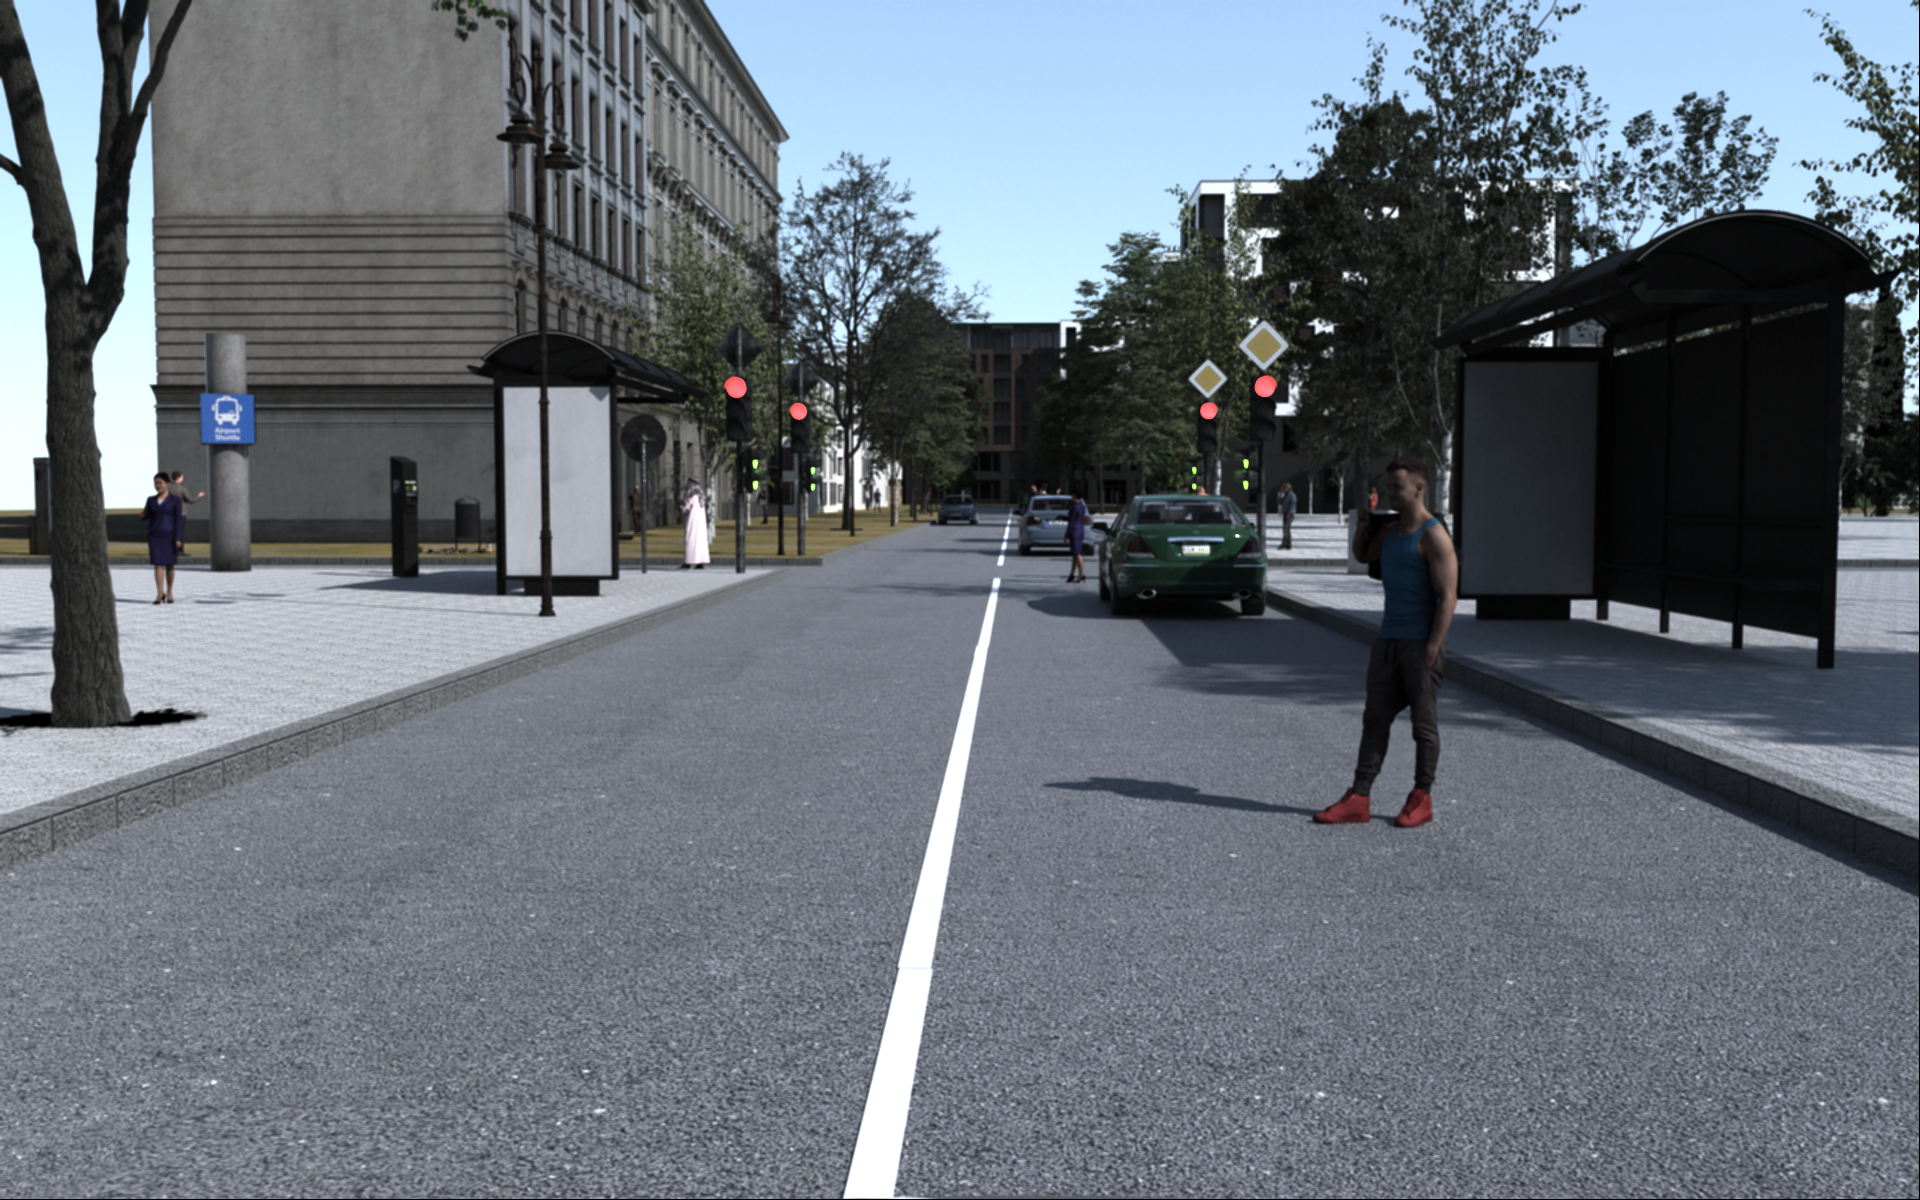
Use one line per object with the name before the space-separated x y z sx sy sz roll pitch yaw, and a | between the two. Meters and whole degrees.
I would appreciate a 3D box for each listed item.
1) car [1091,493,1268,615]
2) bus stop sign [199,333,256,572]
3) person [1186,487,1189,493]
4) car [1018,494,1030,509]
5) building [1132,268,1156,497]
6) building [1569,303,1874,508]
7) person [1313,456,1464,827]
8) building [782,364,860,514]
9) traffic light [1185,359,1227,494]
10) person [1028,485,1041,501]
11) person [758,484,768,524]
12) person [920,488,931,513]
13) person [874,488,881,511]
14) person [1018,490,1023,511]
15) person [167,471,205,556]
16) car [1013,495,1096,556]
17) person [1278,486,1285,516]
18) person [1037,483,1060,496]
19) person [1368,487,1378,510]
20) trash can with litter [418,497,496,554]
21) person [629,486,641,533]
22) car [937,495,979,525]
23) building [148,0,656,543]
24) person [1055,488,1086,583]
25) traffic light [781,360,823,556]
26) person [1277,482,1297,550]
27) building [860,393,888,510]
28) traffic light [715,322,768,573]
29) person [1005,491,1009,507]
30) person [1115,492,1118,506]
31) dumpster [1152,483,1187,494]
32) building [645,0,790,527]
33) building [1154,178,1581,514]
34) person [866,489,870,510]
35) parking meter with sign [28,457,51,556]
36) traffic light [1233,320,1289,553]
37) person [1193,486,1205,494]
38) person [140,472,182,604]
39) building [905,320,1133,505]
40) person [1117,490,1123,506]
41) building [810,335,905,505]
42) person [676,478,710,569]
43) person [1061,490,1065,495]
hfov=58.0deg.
car | 2.745 -0.618 21.905 2.131 1.459 4.920 0 4 2
bus stop sign | -12.121 -2.426 28.688 0.837 3.901 0.837 -2 4 -24
person | 13.059 -5.743 100.749 0.445 1.727 0.742 -3 5 -44
car | 6.711 -9.997 172.240 1.959 1.807 4.718 0 4 1
building | 31.497 -19.421 161.502 27.936 21.610 32.646 0 4 2
building | 69.422 -18.519 169.250 31.486 18.905 16.747 0 4 2
person | 1.885 0.171 7.574 0.662 1.594 0.647 -2 4 -35
building | -13.288 -11.248 126.048 9.099 9.664 28.070 0 4 2
traffic light | 5.068 -2.842 35.710 0.839 4.213 0.868 0 4 2
person | 2.652 -3.153 60.744 0.565 1.739 0.600 0 4 8
person | -8.423 -4.101 73.912 0.431 1.722 0.655 0 4 -7
person | -2.225 -6.519 113.355 0.721 1.743 1.217 2 4 35
person | -6.067 -7.362 127.336 0.541 1.710 0.530 2 4 28
person | 5.148 -8.427 146.841 0.434 1.755 0.990 0 4 7
person | -16.122 -1.795 35.926 0.617 1.759 0.750 1 4 22
car | 2.289 -1.812 41.627 2.014 1.417 4.499 0 4 1
person | 19.129 -5.889 102.997 0.551 1.740 0.621 -1 4 -21
person | 2.441 -2.402 48.578 0.742 1.727 0.445 -3 5 -40
person | 18.514 -4.275 77.647 0.593 1.614 0.444 -1 4 -17
trash can with litter | -11.077 -1.627 37.659 2.233 1.210 1.678 0 4 -3
person | -10.653 -2.970 56.874 0.482 1.546 0.388 -2 4 -32
car | -0.077 -4.330 82.791 2.014 1.417 4.499 0 4 3
building | -16.036 -12.492 53.395 9.793 20.994 18.267 0 4 2
person | 1.768 -1.047 27.990 0.546 1.535 0.453 1 4 13
traffic light | -3.289 -2.857 35.958 0.839 4.213 0.868 0 4 2
person | 7.534 -1.935 39.887 0.429 1.552 0.499 1 4 13
building | -12.134 -13.055 155.590 9.099 9.664 28.070 0 4 2
traffic light | -3.542 -2.369 27.977 0.839 4.213 0.868 0 4 2
person | 5.106 -10.925 187.129 0.705 1.824 1.348 0 4 8
person | 17.489 -11.232 193.066 0.541 1.710 0.530 -3 5 -40
dumpster | 7.583 -3.479 62.638 1.264 1.857 1.865 0 4 2
building | -19.239 -18.836 84.381 17.030 29.872 44.131 0 4 2
building | 30.084 -17.429 128.946 27.936 21.610 32.646 0 4 2
person | -7.287 -7.990 137.612 0.436 1.711 0.756 1 4 11
parking meter with sign | -19.048 -2.451 36.329 1.738 3.016 0.543 3 5 39
traffic light | 4.816 -2.354 27.729 0.839 4.213 0.868 0 4 2
person | 3.688 -0.939 26.129 0.388 1.546 0.482 -1 4 -11
person | -9.293 -0.719 20.162 0.453 1.535 0.546 -2 4 -26
building | 10.027 -22.819 217.058 32.646 21.610 27.936 0 4 2
person | 17.244 -10.987 186.135 0.683 1.767 0.568 -2 4 -34
building | -12.462 -21.720 211.546 11.380 20.091 16.016 0 4 2
person | -5.034 -1.437 32.672 0.621 1.740 0.551 0 4 4
person | 9.685 -9.533 162.824 0.541 1.710 0.530 -2 4 -30
